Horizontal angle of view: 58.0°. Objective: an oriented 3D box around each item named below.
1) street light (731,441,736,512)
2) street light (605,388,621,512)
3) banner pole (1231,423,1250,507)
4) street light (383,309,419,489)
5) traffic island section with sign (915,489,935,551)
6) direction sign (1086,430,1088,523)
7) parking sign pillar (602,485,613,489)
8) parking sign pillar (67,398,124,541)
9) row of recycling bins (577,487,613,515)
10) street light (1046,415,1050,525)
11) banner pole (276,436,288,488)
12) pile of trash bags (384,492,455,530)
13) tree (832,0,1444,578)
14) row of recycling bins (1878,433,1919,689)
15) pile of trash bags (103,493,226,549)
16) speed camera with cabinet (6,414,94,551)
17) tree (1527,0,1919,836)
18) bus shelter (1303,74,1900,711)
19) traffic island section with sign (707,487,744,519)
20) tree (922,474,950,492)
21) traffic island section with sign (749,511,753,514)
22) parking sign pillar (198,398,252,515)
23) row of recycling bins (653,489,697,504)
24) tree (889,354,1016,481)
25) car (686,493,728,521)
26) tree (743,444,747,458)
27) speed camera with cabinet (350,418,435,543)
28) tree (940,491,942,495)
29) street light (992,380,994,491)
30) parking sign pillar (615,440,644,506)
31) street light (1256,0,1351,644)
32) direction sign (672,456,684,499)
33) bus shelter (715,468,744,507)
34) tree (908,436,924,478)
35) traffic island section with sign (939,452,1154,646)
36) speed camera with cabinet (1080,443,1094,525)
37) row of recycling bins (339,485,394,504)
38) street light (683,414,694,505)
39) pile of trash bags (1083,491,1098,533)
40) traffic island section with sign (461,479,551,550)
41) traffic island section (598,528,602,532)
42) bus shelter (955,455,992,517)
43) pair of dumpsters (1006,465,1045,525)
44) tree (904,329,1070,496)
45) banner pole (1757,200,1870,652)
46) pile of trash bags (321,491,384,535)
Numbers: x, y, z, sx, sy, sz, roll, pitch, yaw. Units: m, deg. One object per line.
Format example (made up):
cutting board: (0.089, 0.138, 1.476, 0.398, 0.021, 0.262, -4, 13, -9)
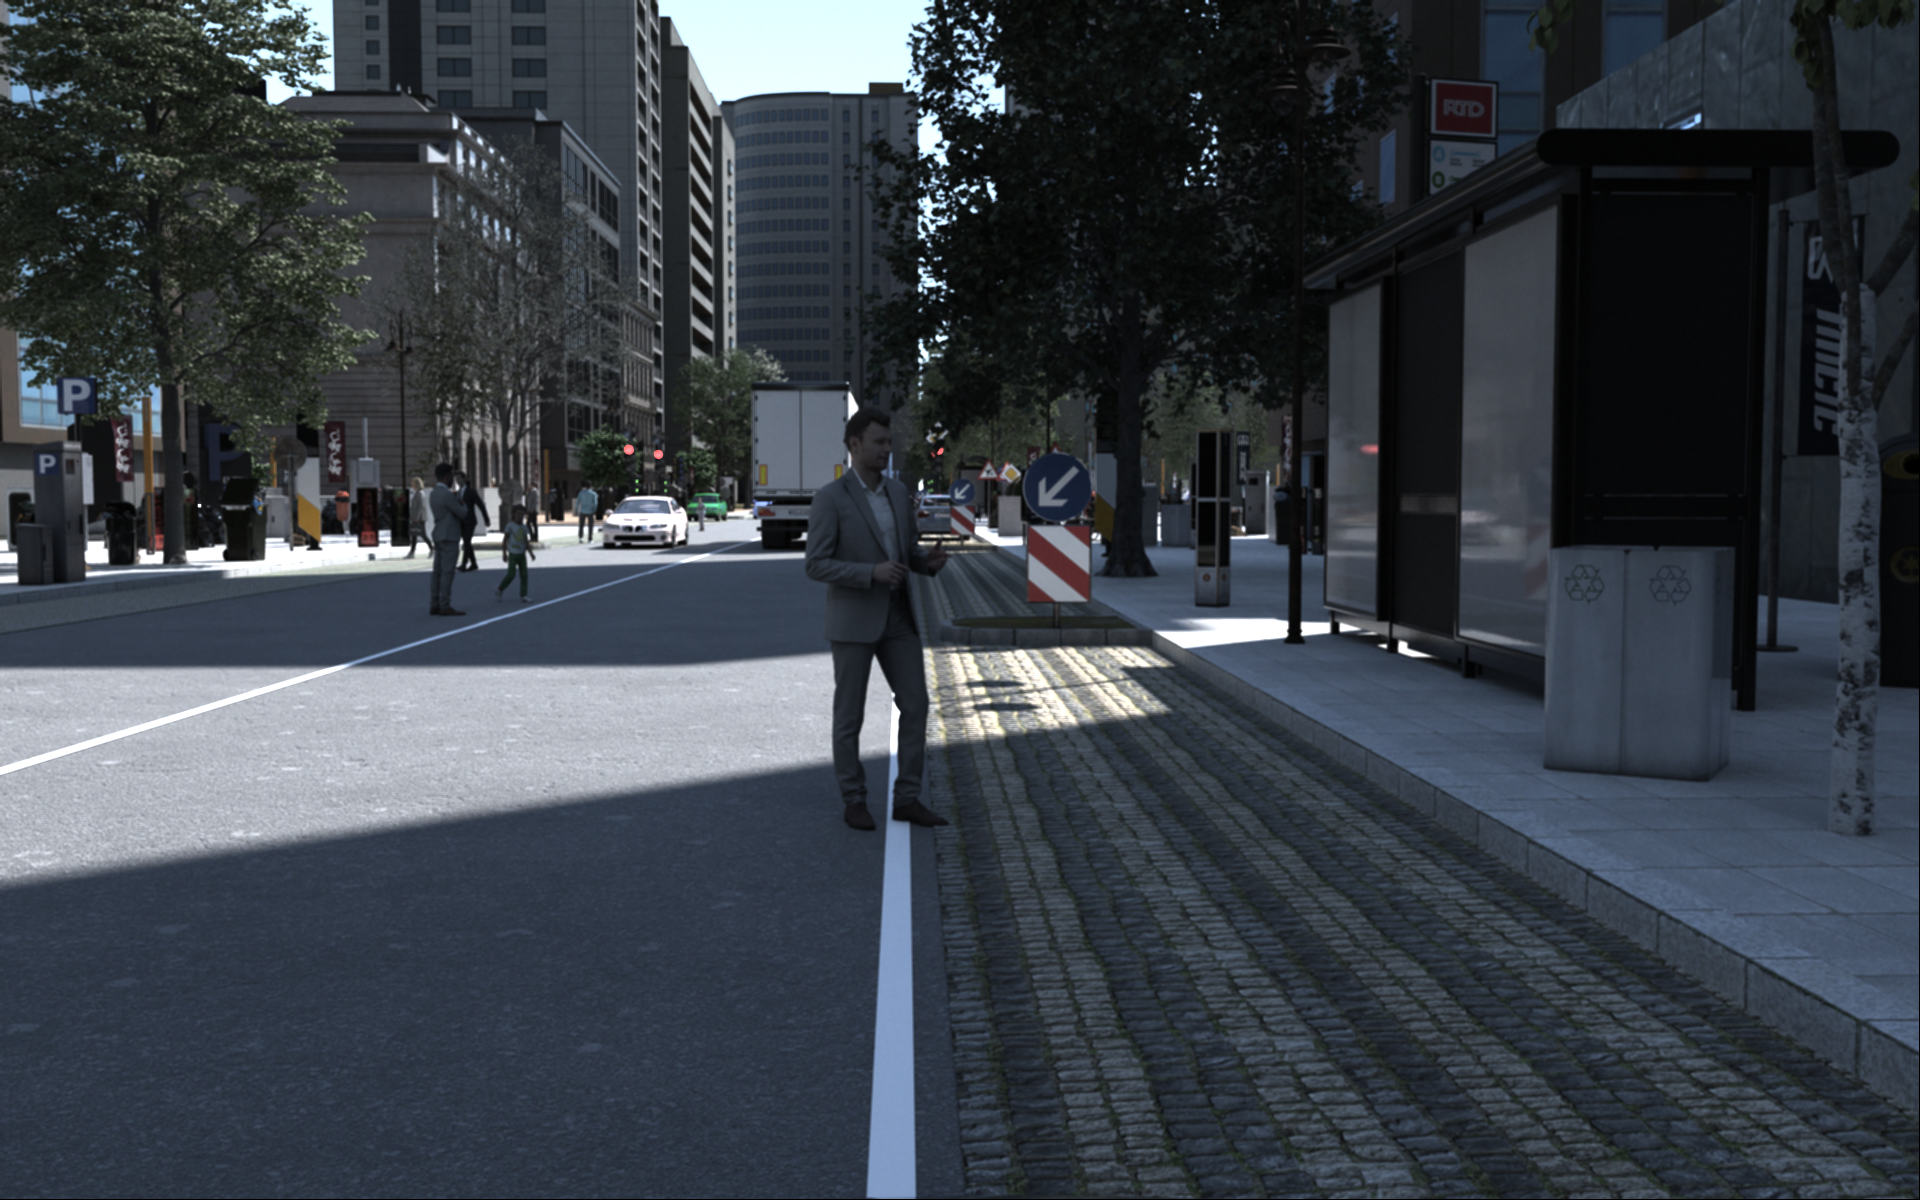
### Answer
street light: (-16.568, -9.398, 126.440, 0.468, 5.910, 1.993, 0, 4, -2)
street light: (-14.965, -6.236, 74.752, 0.468, 5.910, 1.993, 0, 4, -2)
banner pole: (9.789, -4.335, 60.890, 0.863, 3.779, 0.401, 0, 4, -5)
street light: (-13.994, -4.326, 43.526, 0.468, 5.910, 1.993, 0, 4, -2)
traffic island section with sign: (-0.073, -2.172, 44.144, 1.989, 1.847, 2.006, 0, 4, -2)
direction sign: (4.521, -4.257, 61.604, 0.379, 3.537, 0.876, 0, 4, 7)
parking sign pillar: (-21.982, -7.416, 109.729, 1.447, 3.967, 1.447, 0, 4, -4)
parking sign pillar: (-23.681, -3.608, 47.464, 1.447, 3.967, 1.447, -1, 4, -16)
row of recycling bins: (-22.526, -6.109, 106.998, 1.069, 1.692, 3.534, -3, 5, -45)
street light: (2.067, -4.140, 40.470, 0.468, 5.910, 1.993, 0, 4, -2)
banner pole: (-29.118, -5.170, 74.542, 0.401, 3.779, 0.863, 3, 4, 37)
pile of trash bags: (-19.640, -3.208, 62.199, 3.447, 1.369, 1.912, -2, 4, -31)
tree: (2.723, -6.719, 26.866, 9.611, 12.733, 9.660, 0, 3, 0)
row of recycling bins: (7.135, -0.212, 10.579, 1.069, 1.692, 3.534, -2, 4, -28)
pile of trash bags: (-18.652, -1.958, 41.763, 1.912, 1.369, 3.447, 3, 5, 43)
speed camera with cabinet: (-20.467, -2.725, 38.893, 2.038, 3.252, 0.660, 1, 4, 20)
tree: (3.194, -3.413, 6.166, 4.737, 8.622, 4.395, 0, 3, 0)
bus shelter: (4.233, -2.244, 14.314, 2.179, 5.291, 8.768, 0, 4, -2)
traffic island section with sign: (-13.420, -5.546, 99.308, 1.989, 1.847, 2.006, 0, 4, -2)
tree: (-1.986, -11.390, 169.942, 4.285, 4.588, 4.351, 0, 3, 0)
traffic island section with sign: (-14.289, -7.194, 126.250, 1.989, 1.847, 2.006, 0, 4, -2)
parking sign pillar: (-20.469, -3.658, 48.278, 1.447, 3.967, 1.447, 3, 5, 42)
row of recycling bins: (-21.920, -7.747, 133.776, 3.534, 1.692, 1.069, -1, 4, -20)
tree: (-0.434, -13.804, 136.060, 12.009, 13.543, 11.850, 0, 3, 0)
car: (-13.384, -5.062, 91.562, 1.959, 1.807, 4.718, 0, 4, -1)
tree: (-19.190, -17.337, 193.827, 12.009, 13.543, 11.850, 0, 3, 0)
speed camera with cabinet: (-14.890, -3.124, 45.415, 2.038, 3.252, 0.660, -2, 4, -26)
tree: (-2.240, -14.256, 183.454, 4.737, 8.622, 4.395, 0, 3, 0)
street light: (1.249, -5.711, 66.159, 0.468, 5.910, 1.993, 0, 4, -2)
parking sign pillar: (-16.208, -5.913, 85.157, 1.447, 3.967, 1.447, -1, 4, -12)
street light: (2.879, -2.565, 14.728, 0.468, 5.910, 1.993, 0, 4, -2)
direction sign: (-16.751, -6.777, 102.798, 0.379, 3.537, 0.876, 3, 4, 37)
bus shelter: (-18.417, -8.790, 137.645, 2.014, 3.302, 5.546, 0, 4, -2)
tree: (-3.668, -17.009, 212.506, 7.601, 10.594, 8.767, -3, 5, -42)
traffic island section with sign: (0.796, -0.522, 17.166, 1.989, 1.847, 2.006, 0, 4, -2)
speed camera with cabinet: (4.768, -4.465, 67.335, 0.660, 3.252, 2.038, 0, 4, -4)
row of recycling bins: (-26.160, -4.235, 76.353, 1.069, 1.692, 3.534, 1, 4, 15)
street light: (-15.764, -7.826, 100.751, 0.468, 5.910, 1.993, 0, 4, -2)
pile of trash bags: (5.064, -2.957, 58.106, 1.912, 1.369, 3.447, -2, 4, -26)
traffic island section with sign: (-11.664, -2.210, 44.756, 1.989, 1.847, 2.006, 0, 4, -2)
traffic island section: (-12.696, -2.718, 66.726, 2.009, 0.180, 2.903, 0, 4, -2)
bus shelter: (0.848, -6.050, 92.849, 2.014, 3.302, 5.546, 0, 4, -2)
pair of dumpsters: (2.490, -3.508, 59.845, 1.574, 2.255, 4.437, 0, 4, -2)
tree: (1.763, -10.042, 82.308, 7.486, 12.596, 7.792, 0, 3, 0)
banner pole: (6.831, -1.464, 13.961, 0.401, 3.779, 0.863, -3, 5, -42)
pile of trash bags: (-19.478, -2.767, 54.995, 1.912, 1.369, 3.447, -1, 4, -16)
